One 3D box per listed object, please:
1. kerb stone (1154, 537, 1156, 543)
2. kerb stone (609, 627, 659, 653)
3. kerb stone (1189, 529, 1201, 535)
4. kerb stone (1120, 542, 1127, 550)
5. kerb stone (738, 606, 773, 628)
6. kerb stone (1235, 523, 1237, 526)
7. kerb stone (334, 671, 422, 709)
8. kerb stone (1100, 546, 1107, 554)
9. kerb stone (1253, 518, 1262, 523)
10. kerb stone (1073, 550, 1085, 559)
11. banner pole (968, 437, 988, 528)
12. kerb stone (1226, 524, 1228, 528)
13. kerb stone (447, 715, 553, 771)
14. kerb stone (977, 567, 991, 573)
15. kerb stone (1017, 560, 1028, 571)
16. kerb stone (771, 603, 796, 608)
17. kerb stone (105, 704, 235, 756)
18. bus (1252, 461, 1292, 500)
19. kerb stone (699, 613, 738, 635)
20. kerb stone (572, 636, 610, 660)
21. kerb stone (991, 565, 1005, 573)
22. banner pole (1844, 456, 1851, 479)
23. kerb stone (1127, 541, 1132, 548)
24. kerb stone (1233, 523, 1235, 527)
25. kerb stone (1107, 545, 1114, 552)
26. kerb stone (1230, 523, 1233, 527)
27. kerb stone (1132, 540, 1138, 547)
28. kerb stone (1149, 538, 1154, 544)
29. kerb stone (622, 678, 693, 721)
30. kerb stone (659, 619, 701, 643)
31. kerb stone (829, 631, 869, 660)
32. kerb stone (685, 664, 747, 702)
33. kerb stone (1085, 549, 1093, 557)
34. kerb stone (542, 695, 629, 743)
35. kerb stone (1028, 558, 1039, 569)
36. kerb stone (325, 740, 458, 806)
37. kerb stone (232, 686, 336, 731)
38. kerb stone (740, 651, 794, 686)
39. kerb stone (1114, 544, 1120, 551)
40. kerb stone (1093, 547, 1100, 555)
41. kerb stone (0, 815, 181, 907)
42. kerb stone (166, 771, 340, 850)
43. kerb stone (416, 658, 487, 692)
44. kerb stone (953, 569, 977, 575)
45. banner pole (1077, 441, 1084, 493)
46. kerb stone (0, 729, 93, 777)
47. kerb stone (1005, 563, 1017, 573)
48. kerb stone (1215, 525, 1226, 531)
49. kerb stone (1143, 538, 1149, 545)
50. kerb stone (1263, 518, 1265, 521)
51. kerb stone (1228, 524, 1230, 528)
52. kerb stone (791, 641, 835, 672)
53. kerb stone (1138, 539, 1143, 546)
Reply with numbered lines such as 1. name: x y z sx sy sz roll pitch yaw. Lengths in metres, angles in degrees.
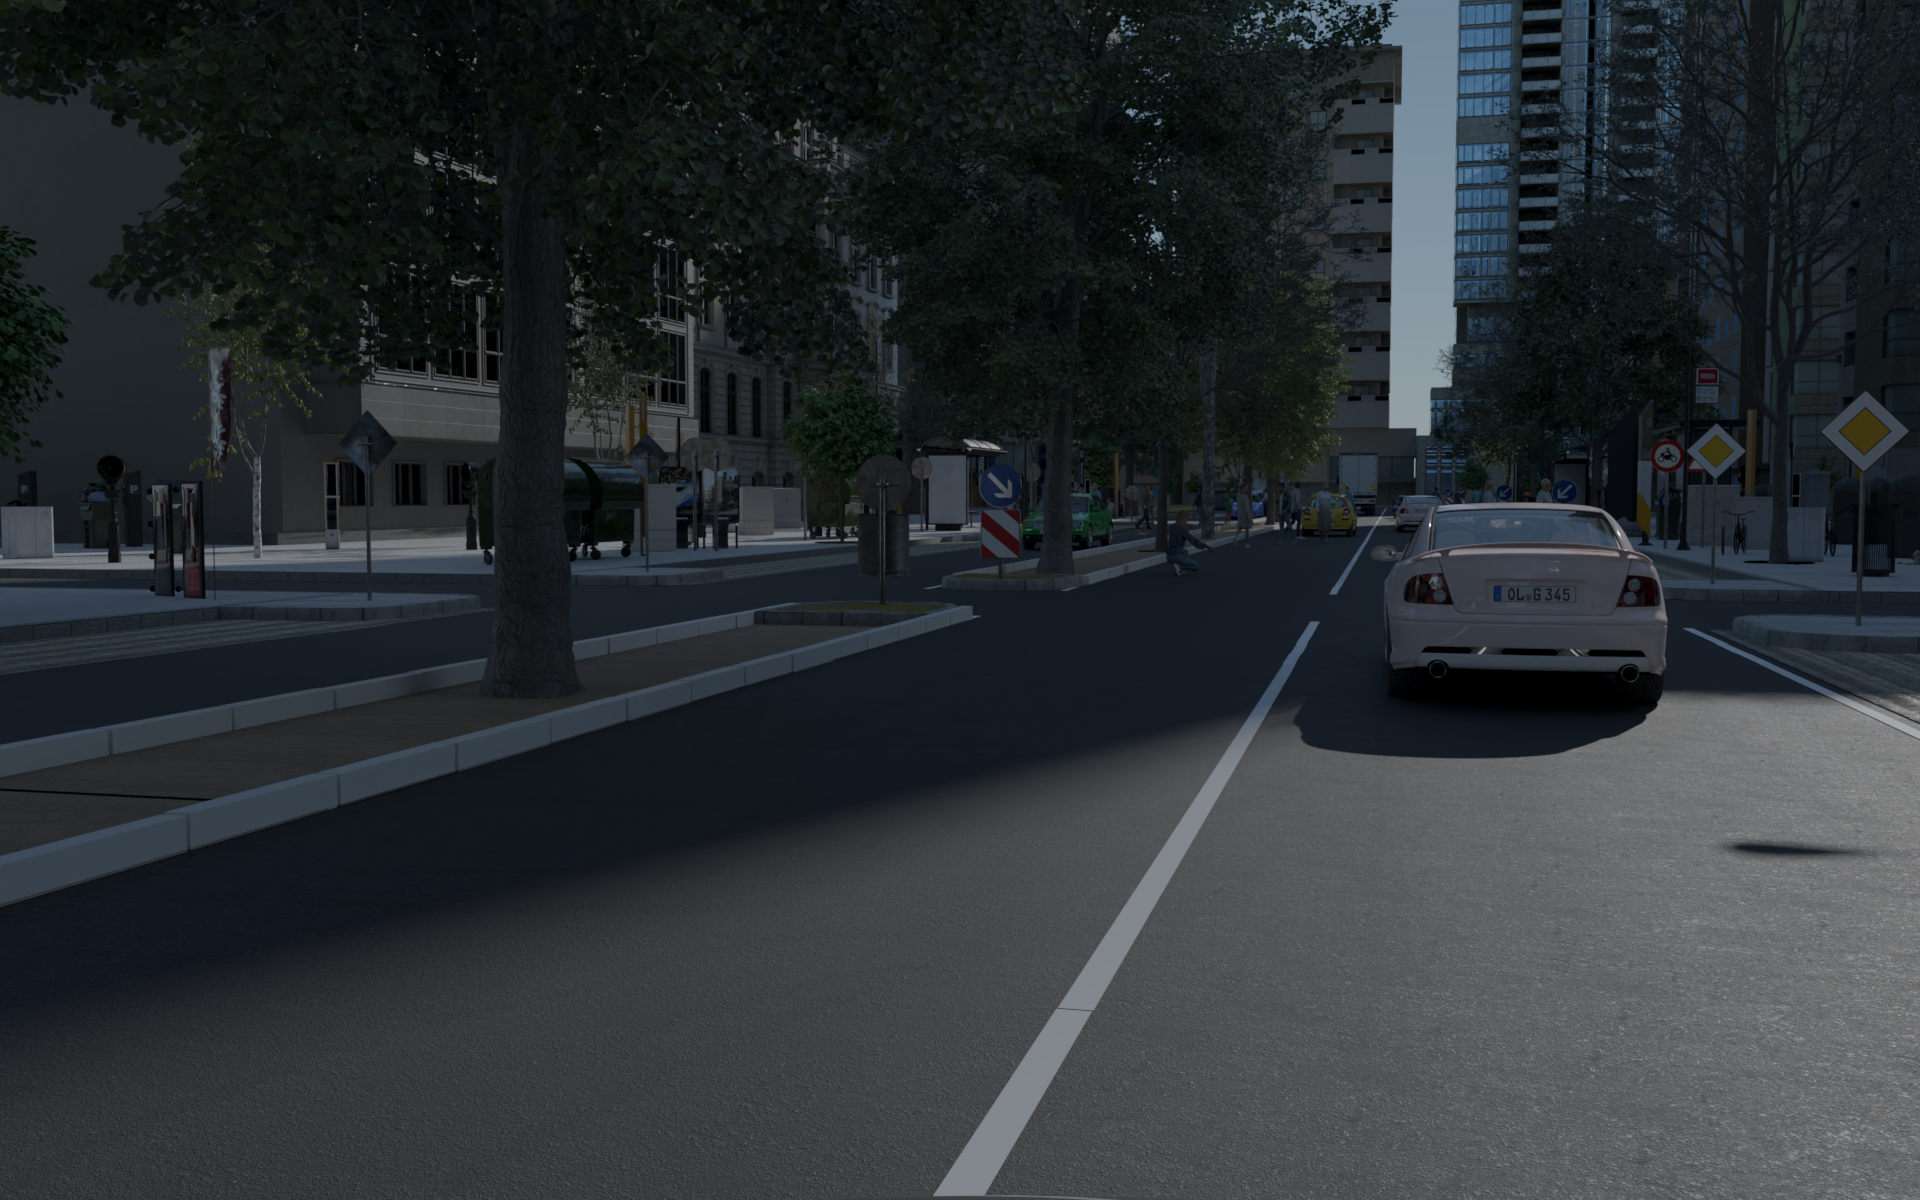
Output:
1. kerb stone: 5.565 -1.716 50.266 0.120 0.150 1.000 1 4 14
2. kerb stone: -3.058 0.382 15.946 0.120 0.150 1.000 1 4 14
3. kerb stone: 8.311 -2.386 61.205 0.120 0.150 1.000 1 4 14
4. kerb stone: 4.070 -1.352 44.307 0.120 0.150 1.000 1 4 14
5. kerb stone: -2.306 0.202 18.926 0.120 0.150 1.000 1 4 14
6. kerb stone: 11.804 -3.235 75.106 0.120 0.150 1.000 1 4 14
7. kerb stone: -4.060 0.632 11.956 0.120 0.150 1.000 1 4 14
8. kerb stone: 3.314 -1.170 41.321 0.120 0.150 1.000 1 4 14
9. kerb stone: 15.305 -4.088 89.033 0.120 0.150 1.000 1 4 14
10. kerb stone: 2.561 -0.987 38.332 0.120 0.150 1.000 1 4 14
11. banner pole: 0.665 -4.678 66.499 0.863 3.779 0.401 0 4 -7
12. kerb stone: 10.812 -2.992 71.134 0.120 0.150 1.000 1 4 14
13. kerb stone: -2.526 0.781 9.439 0.120 0.150 1.000 1 4 14
14. kerb stone: 0.309 -0.439 29.372 0.120 0.150 1.000 1 4 14
15. kerb stone: 1.070 -0.617 32.367 0.120 0.150 1.000 1 4 14
16. kerb stone: -2.063 0.139 19.928 0.120 0.150 1.000 1 4 14
17. kerb stone: -4.562 0.750 9.955 0.120 0.150 1.000 1 4 14
18. bus: 23.029 -8.350 128.073 2.896 3.916 12.252 1 4 13
19. kerb stone: -2.566 0.262 17.938 0.120 0.150 1.000 1 4 14
20. kerb stone: -3.316 0.443 14.948 0.120 0.150 1.000 1 4 14
21. kerb stone: 0.568 -0.498 30.375 0.120 0.150 1.000 1 4 14
22. banner pole: 39.757 -5.340 77.322 0.863 3.779 0.401 1 4 22
23. kerb stone: 4.310 -1.413 45.301 0.120 0.150 1.000 1 4 14
24. kerb stone: 11.552 -3.176 74.115 0.120 0.150 1.000 1 4 14
25. kerb stone: 3.557 -1.221 42.314 0.120 0.150 1.000 1 4 14
26. kerb stone: 11.308 -3.115 73.122 0.120 0.150 1.000 1 4 14
27. kerb stone: 4.562 -1.474 46.295 0.120 0.150 1.000 1 4 14
28. kerb stone: 5.309 -1.656 49.276 0.120 0.150 1.000 1 4 14
29. kerb stone: -2.028 0.662 11.422 0.120 0.150 1.000 1 4 14
30. kerb stone: -2.811 0.321 16.944 0.120 0.150 1.000 1 4 14
31. kerb stone: -1.034 0.417 15.401 0.120 0.150 1.000 1 4 14
32. kerb stone: -1.783 0.598 12.418 0.120 0.150 1.000 1 4 14
33. kerb stone: 2.817 -1.048 39.327 0.120 0.150 1.000 1 4 14
34. kerb stone: -2.281 0.720 10.431 0.120 0.150 1.000 1 4 14
35. kerb stone: 1.321 -0.681 33.357 0.120 0.150 1.000 1 4 14
36. kerb stone: -2.780 0.841 8.448 0.120 0.150 1.000 1 4 14
37. kerb stone: -4.313 0.688 10.950 0.120 0.150 1.000 1 4 14
38. kerb stone: -1.531 0.537 13.415 0.120 0.150 1.000 1 4 14
39. kerb stone: 3.813 -1.291 43.308 0.120 0.150 1.000 1 4 14
40. kerb stone: 3.063 -1.109 40.323 0.120 0.150 1.000 1 4 14
41. kerb stone: -3.276 0.967 6.463 0.120 0.150 1.000 1 4 14
42. kerb stone: -3.030 0.901 7.457 0.120 0.150 1.000 1 4 14
43. kerb stone: -3.812 0.567 12.952 0.120 0.150 1.000 1 4 14
44. kerb stone: 0.060 -0.378 28.379 0.120 0.150 1.000 1 4 14
45. banner pole: 5.707 -5.636 82.164 0.401 3.779 0.863 -1 4 -19
46. kerb stone: -4.818 0.809 8.961 0.120 0.150 1.000 1 4 14
47. kerb stone: 0.815 -0.556 31.368 0.120 0.150 1.000 1 4 14
48. kerb stone: 10.553 -2.931 70.145 0.120 0.150 1.000 1 4 14
49. kerb stone: 5.065 -1.596 48.283 0.120 0.150 1.000 1 4 14
50. kerb stone: 15.801 -4.210 91.030 0.120 0.150 1.000 1 4 14
51. kerb stone: 11.050 -3.054 72.128 0.120 0.150 1.000 1 4 14
52. kerb stone: -1.272 0.477 14.404 0.120 0.150 1.000 1 4 14
53. kerb stone: 4.807 -1.535 47.294 0.120 0.150 1.000 1 4 14
